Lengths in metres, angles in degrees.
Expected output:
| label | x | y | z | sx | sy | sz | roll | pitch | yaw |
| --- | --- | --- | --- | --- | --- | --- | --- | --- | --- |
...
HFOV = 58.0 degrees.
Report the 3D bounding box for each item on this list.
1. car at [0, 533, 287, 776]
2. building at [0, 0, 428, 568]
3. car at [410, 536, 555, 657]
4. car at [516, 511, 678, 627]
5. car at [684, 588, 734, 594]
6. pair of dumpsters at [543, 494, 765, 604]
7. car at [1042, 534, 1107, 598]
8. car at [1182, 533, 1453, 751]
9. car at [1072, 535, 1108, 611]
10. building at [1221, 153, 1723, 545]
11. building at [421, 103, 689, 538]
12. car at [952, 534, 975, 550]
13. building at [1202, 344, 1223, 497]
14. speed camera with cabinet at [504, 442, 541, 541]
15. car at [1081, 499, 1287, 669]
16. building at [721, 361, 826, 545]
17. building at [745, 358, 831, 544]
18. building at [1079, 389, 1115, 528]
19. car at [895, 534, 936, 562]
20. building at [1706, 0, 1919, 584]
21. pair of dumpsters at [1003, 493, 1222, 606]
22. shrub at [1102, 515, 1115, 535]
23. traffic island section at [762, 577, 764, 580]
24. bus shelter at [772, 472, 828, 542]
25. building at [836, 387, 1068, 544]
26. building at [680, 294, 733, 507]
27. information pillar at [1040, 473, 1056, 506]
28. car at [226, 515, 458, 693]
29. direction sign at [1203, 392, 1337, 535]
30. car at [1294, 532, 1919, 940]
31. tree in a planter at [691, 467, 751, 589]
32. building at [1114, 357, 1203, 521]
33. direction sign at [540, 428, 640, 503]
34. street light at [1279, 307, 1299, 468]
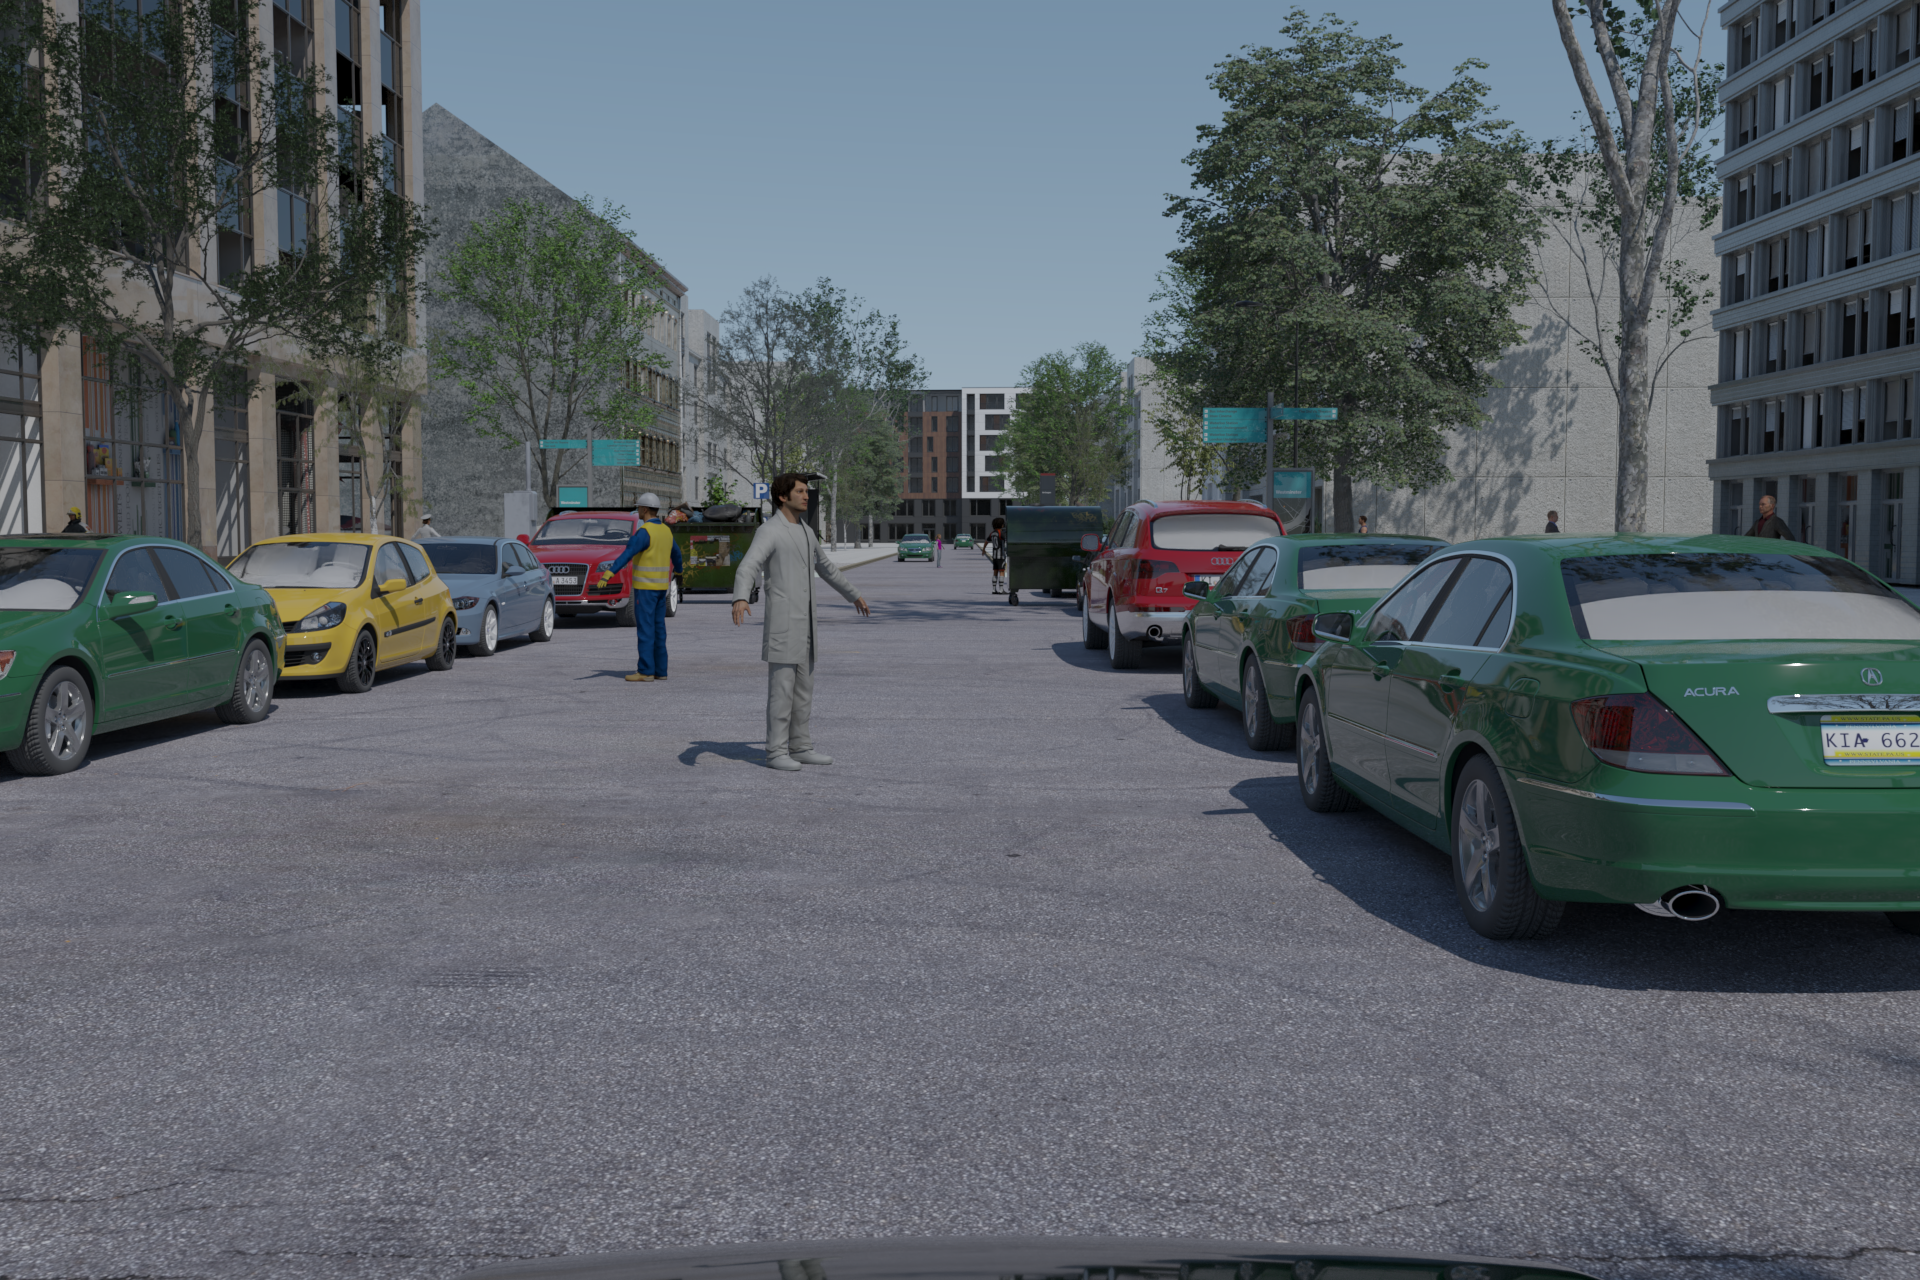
| label | x | y | z | sx | sy | sz | roll | pitch | yaw |
| --- | --- | --- | --- | --- | --- | --- | --- | --- | --- |
| car | -6.233 | 0.001 | 11.780 | 2.131 | 1.459 | 4.920 | 0 | 3 | 0 |
| building | -31.709 | -17.231 | 47.957 | 22.709 | 31.103 | 35.509 | 0 | 4 | 1 |
| car | -6.337 | -0.598 | 21.781 | 2.014 | 1.417 | 4.499 | 0 | 4 | 0 |
| car | -5.946 | -1.205 | 28.369 | 2.281 | 1.827 | 5.304 | 0 | 4 | 1 |
| car | -6.226 | -1.993 | 42.812 | 2.015 | 1.641 | 3.980 | 0 | 3 | 0 |
| pair of dumpsters | -6.283 | -1.882 | 35.720 | 4.436 | 2.255 | 1.574 | 0 | 4 | 1 |
| car | 2.928 | -1.758 | 40.542 | 2.131 | 1.459 | 4.920 | 0 | 4 | -1 |
| car | 2.806 | -0.066 | 12.882 | 2.131 | 1.459 | 4.920 | 0 | 4 | -1 |
| car | 3.060 | -1.308 | 31.178 | 2.009 | 1.686 | 4.222 | 0 | 4 | -1 |
| building | 24.108 | -13.628 | 89.269 | 16.747 | 18.905 | 31.486 | 0 | 4 | 1 |
| building | -26.544 | -16.325 | 97.849 | 19.493 | 23.208 | 18.063 | 0 | 4 | 1 |
| car | 0.338 | -9.045 | 159.689 | 2.131 | 1.459 | 4.920 | 0 | 3 | 0 |
| building | 23.624 | -16.798 | 131.065 | 16.016 | 20.090 | 11.380 | 0 | 4 | 1 |
| speed camera with cabinet | -9.448 | -2.662 | 37.860 | 0.660 | 3.252 | 2.038 | 0 | 4 | -1 |
| car | 2.586 | -0.689 | 19.939 | 2.281 | 1.827 | 5.304 | 0 | 4 | -1 |
| building | -24.424 | -19.976 | 193.061 | 16.747 | 18.905 | 31.486 | 0 | 4 | -1 |
| building | -26.451 | -24.154 | 225.846 | 19.493 | 23.208 | 18.063 | 0 | 4 | 1 |
| building | 24.190 | -24.289 | 228.050 | 19.493 | 23.208 | 18.063 | 0 | 3 | 0 |
| car | -2.269 | -4.785 | 90.034 | 2.131 | 1.459 | 4.920 | 0 | 4 | 1 |
| building | 26.412 | -12.023 | 43.256 | 8.464 | 21.280 | 15.925 | 0 | 4 | 1 |
| pair of dumpsters | 3.087 | -1.825 | 34.793 | 4.436 | 2.255 | 1.574 | 0 | 4 | -1 |
| shrub | 6.320 | -4.211 | 72.892 | 1.661 | 2.075 | 1.752 | 0 | 3 | 0 |
| traffic island section | -6.379 | -1.972 | 55.111 | 1.991 | 0.108 | 1.994 | 0 | 4 | 0 |
| bus shelter | -6.290 | -4.725 | 68.543 | 1.731 | 3.624 | 6.357 | 0 | 4 | 0 |
| building | -0.749 | -24.884 | 253.279 | 32.646 | 21.610 | 27.936 | 0 | 4 | 5 |
| building | -28.508 | -16.523 | 136.610 | 16.747 | 18.905 | 31.486 | 0 | 4 | 0 |
| information pillar | 3.745 | -5.186 | 74.161 | 0.750 | 3.857 | 0.750 | 0 | 4 | -1 |
| car | -6.200 | -0.402 | 16.800 | 2.015 | 1.641 | 3.980 | 0 | 4 | 0 |
| direction sign | 5.843 | -2.654 | 32.159 | 2.525 | 3.948 | 1.411 | 0 | 4 | 0 |
| car | 2.728 | 0.259 | 7.558 | 2.131 | 1.459 | 4.920 | 0 | 4 | -1 |
| tree in a planter | -6.418 | -2.989 | 46.087 | 1.991 | 3.239 | 1.994 | 0 | 4 | 1 |
| building | 25.817 | -19.261 | 181.377 | 16.747 | 18.905 | 31.486 | 0 | 4 | 1 |
| direction sign | -9.324 | -3.396 | 44.281 | 2.525 | 3.948 | 1.411 | 0 | 4 | 0 |
| street light | 7.250 | -3.796 | 34.614 | 1.470 | 5.913 | 1.316 | 0 | 3 | 0 |
